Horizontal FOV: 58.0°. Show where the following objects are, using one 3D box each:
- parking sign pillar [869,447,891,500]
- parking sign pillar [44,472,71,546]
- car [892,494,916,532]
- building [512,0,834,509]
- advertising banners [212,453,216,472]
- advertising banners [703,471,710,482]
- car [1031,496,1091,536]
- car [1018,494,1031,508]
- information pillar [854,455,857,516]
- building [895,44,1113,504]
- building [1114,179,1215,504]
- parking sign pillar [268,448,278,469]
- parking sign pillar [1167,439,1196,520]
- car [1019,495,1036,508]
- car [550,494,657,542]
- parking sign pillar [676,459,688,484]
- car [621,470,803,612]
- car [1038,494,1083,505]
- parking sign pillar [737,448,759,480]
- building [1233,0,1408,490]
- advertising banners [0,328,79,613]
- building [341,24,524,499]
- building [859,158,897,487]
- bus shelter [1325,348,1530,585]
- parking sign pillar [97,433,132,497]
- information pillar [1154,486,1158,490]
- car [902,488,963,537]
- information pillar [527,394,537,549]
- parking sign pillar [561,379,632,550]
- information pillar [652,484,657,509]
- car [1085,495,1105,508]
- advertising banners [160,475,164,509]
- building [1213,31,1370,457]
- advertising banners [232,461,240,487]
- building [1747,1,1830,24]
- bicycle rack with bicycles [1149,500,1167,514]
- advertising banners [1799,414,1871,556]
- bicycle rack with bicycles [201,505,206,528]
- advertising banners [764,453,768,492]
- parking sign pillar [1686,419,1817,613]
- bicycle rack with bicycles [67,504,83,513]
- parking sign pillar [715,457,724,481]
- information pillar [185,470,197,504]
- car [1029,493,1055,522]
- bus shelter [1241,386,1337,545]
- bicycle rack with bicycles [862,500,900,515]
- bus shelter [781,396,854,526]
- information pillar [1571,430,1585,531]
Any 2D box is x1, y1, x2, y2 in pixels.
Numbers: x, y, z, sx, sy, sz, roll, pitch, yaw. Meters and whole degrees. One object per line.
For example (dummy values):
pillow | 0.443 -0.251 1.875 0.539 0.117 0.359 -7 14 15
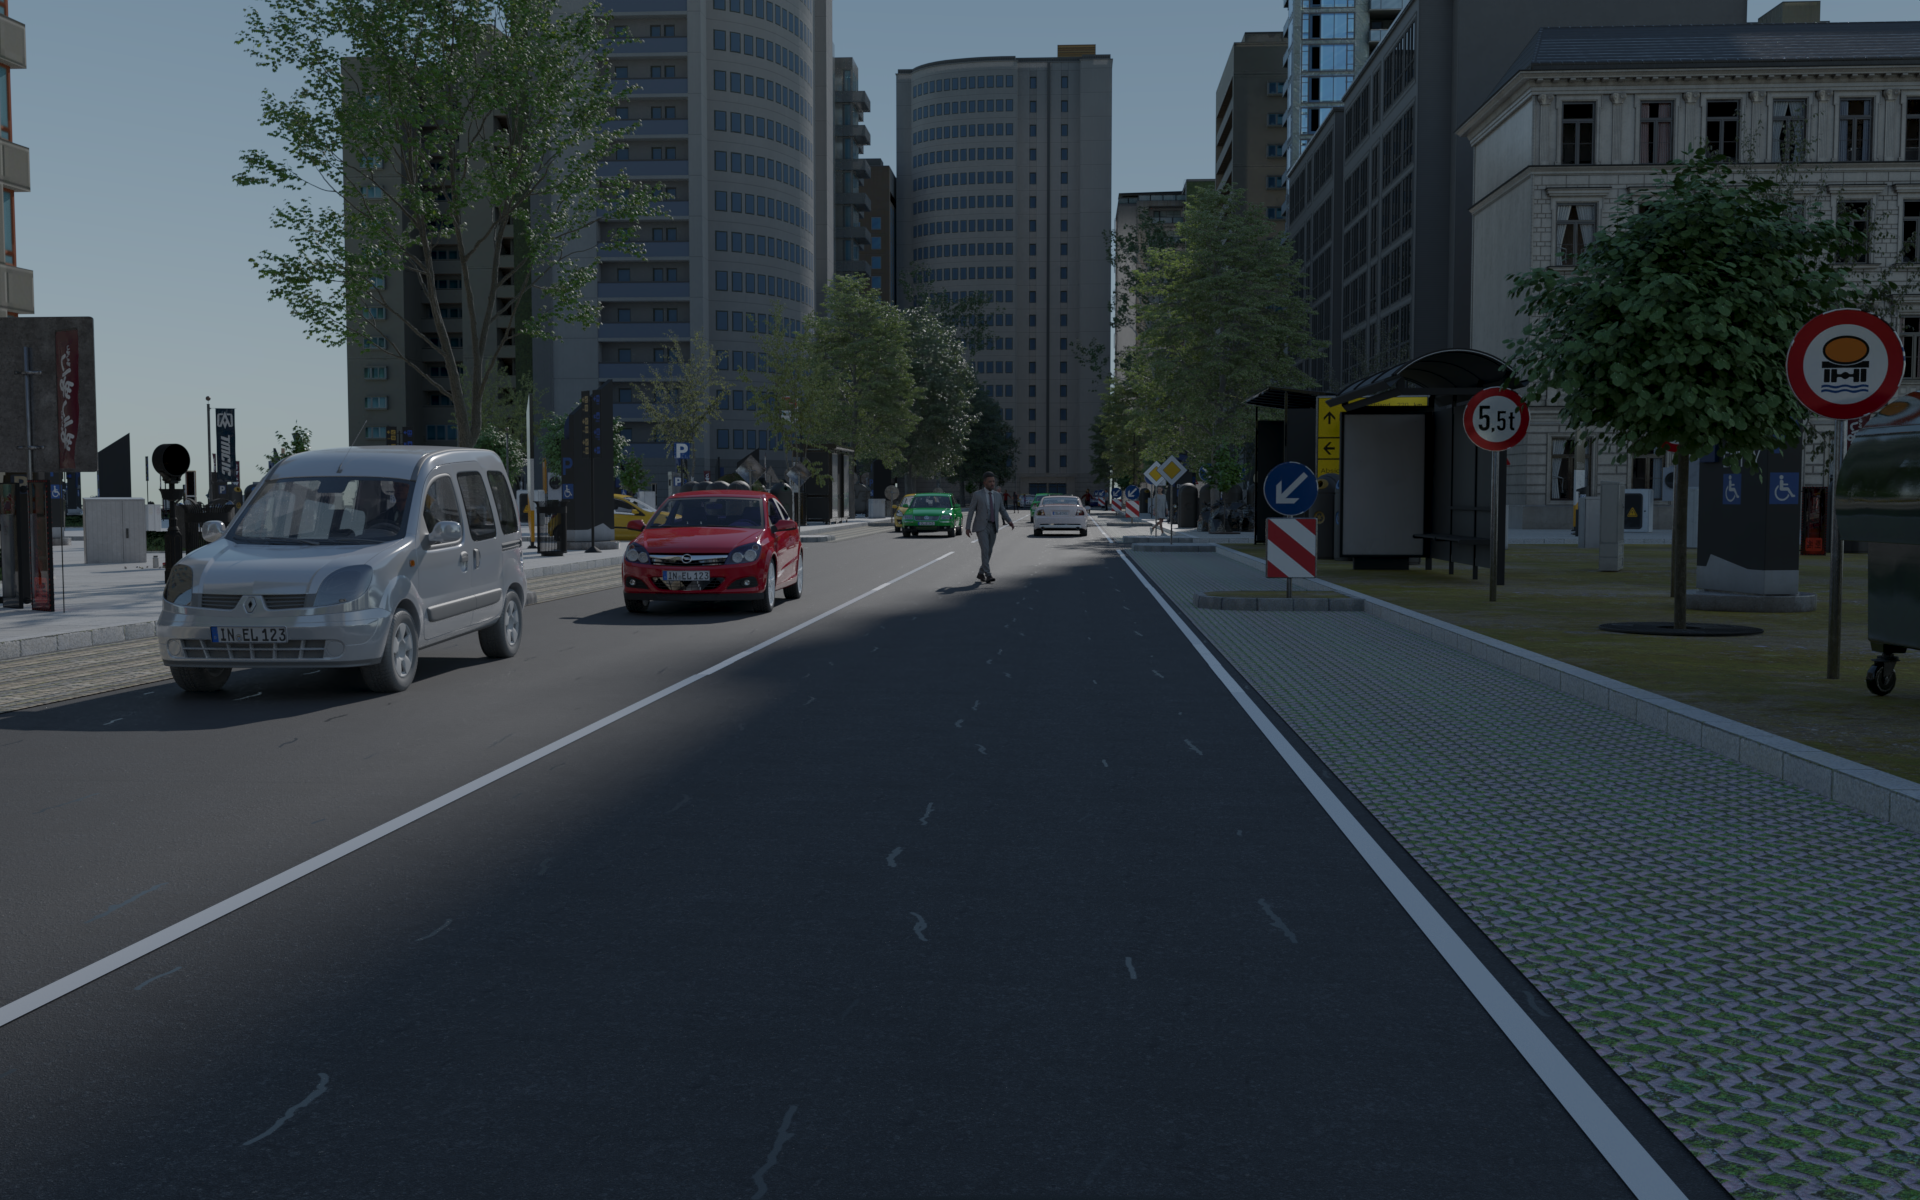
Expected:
parking sign pillar | -4.550 -6.748 98.798 1.447 3.967 1.447 -3 5 -41
parking sign pillar | -23.012 -3.345 43.156 1.447 3.967 1.447 1 4 23
car | -1.551 -3.457 66.741 2.015 1.641 3.980 0 4 4
building | -22.805 -36.752 142.896 21.231 58.520 28.212 0 4 4
advertising banners | -32.062 -4.824 75.056 0.090 3.025 2.074 0 4 -7
advertising banners | -18.074 -8.128 129.075 2.074 3.025 0.090 0 4 -6
car | 3.522 -2.943 60.477 2.083 1.381 4.827 0 4 4
car | 6.995 -10.699 185.158 2.015 1.641 3.980 0 4 4
information pillar | -6.243 -6.682 100.609 0.504 3.616 0.183 0 4 -3
building | 5.905 -42.165 231.392 28.212 58.520 21.231 0 4 4
building | 27.382 -33.253 227.283 14.086 41.232 14.154 0 4 4
parking sign pillar | -39.800 -6.866 100.727 1.447 3.967 1.447 -2 4 -35
parking sign pillar | 10.889 -5.899 84.923 1.447 3.967 1.447 2 4 33
car | 7.196 -10.237 179.731 2.083 1.381 4.827 0 4 4
car | -9.394 -2.319 48.133 3.980 1.641 2.015 0 4 4
parking sign pillar | -15.326 -6.544 95.465 1.447 3.967 1.447 -1 4 -18
car | -3.115 -0.813 22.328 2.155 1.783 4.494 0 4 2
car | 4.485 -4.135 77.390 2.009 1.686 4.222 0 4 2
parking sign pillar | -12.229 -6.822 100.018 1.447 3.967 1.447 0 4 -7
building | 36.937 -51.304 151.495 22.319 86.520 31.000 0 4 4
advertising banners | -10.081 -1.391 18.932 2.074 3.025 0.090 3 4 39
building | -50.916 -34.291 184.363 21.600 48.544 21.300 0 4 4
building | -15.703 -35.489 230.350 14.200 45.320 14.600 0 4 4
bus shelter | 7.047 -2.008 26.755 2.014 3.302 5.546 0 4 4
parking sign pillar | -36.995 -5.337 75.735 1.447 3.967 1.447 -3 4 -39
information pillar | 13.889 -7.202 122.251 0.304 2.012 0.304 -3 4 -36
car | -0.912 -3.057 58.771 1.959 1.807 4.718 0 4 5
information pillar | -10.103 -3.022 40.761 0.183 3.616 0.504 -1 4 -22
parking sign pillar | -8.651 -3.166 40.233 1.447 3.967 1.447 2 4 32
information pillar | -21.623 -7.220 122.536 0.304 2.012 0.304 1 4 9
car | 12.838 -9.256 163.909 1.945 1.354 3.894 0 4 2
advertising banners | -54.823 -7.522 119.168 0.090 3.025 2.074 -1 4 -11
building | 37.850 -33.957 178.900 21.300 48.544 21.600 0 4 4
advertising banners | -37.220 -5.792 90.892 2.074 3.025 0.090 -1 4 -11
building | 77.320 -33.802 176.362 21.600 48.544 21.300 0 4 4
bicycle rack with bicycles | 12.857 -5.586 104.715 2.925 0.926 2.852 0 4 -6
advertising banners | 17.800 -2.442 36.110 2.074 3.025 0.090 2 4 30
bicycle rack with bicycles | -24.704 -2.702 57.553 2.925 0.926 2.852 -1 4 -20
advertising banners | -8.085 -4.659 72.361 0.090 3.025 2.074 -1 4 -8
parking sign pillar | 8.803 -1.886 19.302 1.447 3.967 1.447 -1 4 -9
bicycle rack with bicycles | -53.748 -5.670 106.093 2.925 0.926 2.852 -1 4 -11
parking sign pillar | -17.484 -8.402 125.844 1.447 3.967 1.447 -1 4 -17
information pillar | -23.980 -3.030 54.027 0.304 2.012 0.304 -1 4 -19
car | 4.524 -4.894 88.810 1.959 1.807 4.718 0 4 4
bus shelter | 7.763 -3.027 40.769 1.731 3.624 6.357 0 4 4
bicycle rack with bicycles | -4.424 -5.582 104.644 2.852 0.926 2.925 3 5 42
bus shelter | -6.094 -5.856 73.379 2.179 5.291 8.768 0 4 4
information pillar | 21.298 -4.173 59.580 0.504 3.616 0.183 -2 4 -34
